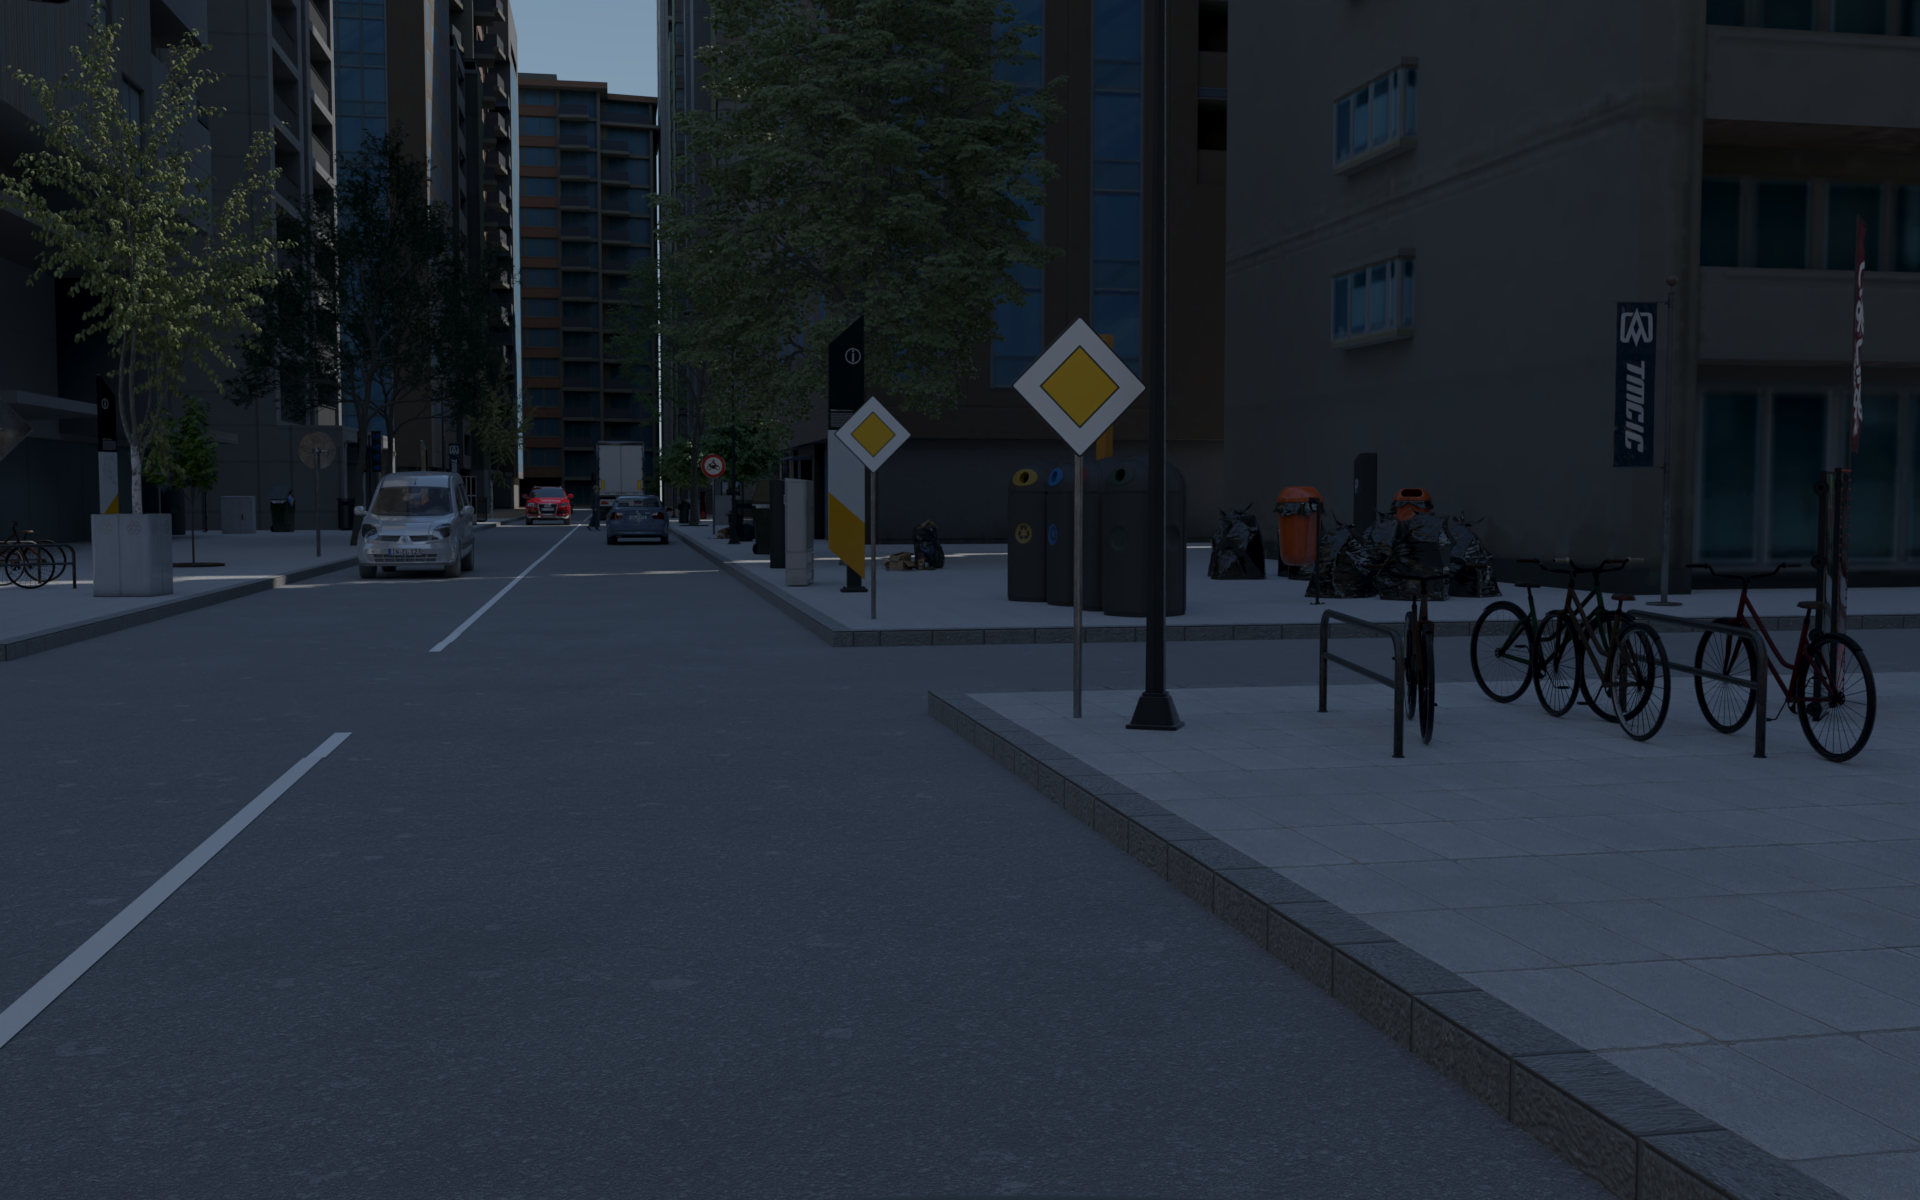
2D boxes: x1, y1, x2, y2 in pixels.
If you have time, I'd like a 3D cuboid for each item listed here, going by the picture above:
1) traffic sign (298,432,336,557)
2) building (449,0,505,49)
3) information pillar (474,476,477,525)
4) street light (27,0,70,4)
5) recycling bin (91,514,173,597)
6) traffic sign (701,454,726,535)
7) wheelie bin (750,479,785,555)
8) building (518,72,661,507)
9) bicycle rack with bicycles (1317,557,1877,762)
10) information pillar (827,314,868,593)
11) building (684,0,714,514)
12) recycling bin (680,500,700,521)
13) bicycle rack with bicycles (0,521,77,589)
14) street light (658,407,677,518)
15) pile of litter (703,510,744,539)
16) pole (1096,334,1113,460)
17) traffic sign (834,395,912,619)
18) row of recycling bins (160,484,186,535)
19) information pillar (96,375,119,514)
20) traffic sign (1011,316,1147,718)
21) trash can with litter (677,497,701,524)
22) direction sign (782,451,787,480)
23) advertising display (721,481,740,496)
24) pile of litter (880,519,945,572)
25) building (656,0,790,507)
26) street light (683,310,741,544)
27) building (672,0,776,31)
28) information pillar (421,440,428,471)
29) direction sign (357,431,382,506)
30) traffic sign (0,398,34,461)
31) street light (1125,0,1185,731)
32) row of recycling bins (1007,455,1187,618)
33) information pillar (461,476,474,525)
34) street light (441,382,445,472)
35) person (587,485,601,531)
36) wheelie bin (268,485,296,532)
[{"bbox_3d":[-13.131,-2.158,35.389,0.768,2.556,0.104,0,4,-4],"label":"traffic sign"},{"bbox_3d":[-45.563,-29.026,129.205,22.147,44.769,28.867,-1,4,-11],"label":"building"},{"bbox_3d":[-20.121,-4.086,71.300,0.304,2.012,0.304,2,4,30],"label":"information pillar"},{"bbox_3d":[-8.867,-2.655,15.952,1.470,5.913,1.316,-1,4,-11],"label":"street light"},{"bbox_3d":[-10.442,-0.570,21.866,0.722,1.027,0.722,0,4,-2],"label":"recycling bin"},{"bbox_3d":[-7.800,-3.348,54.846,0.768,2.556,0.104,0,4,-5],"label":"traffic sign"},{"bbox_3d":[-4.028,-1.772,36.886,0.980,1.594,0.693,2,4,25],"label":"wheelie bin"},{"bbox_3d":[-46.243,-32.310,182.884,28.867,44.769,22.147,-1,4,-11],"label":"building"},{"bbox_3d":[3.149,0.241,9.445,2.852,0.926,2.925,0,4,1],"label":"bicycle rack with bicycles"},{"bbox_3d":[-1.464,-1.906,22.520,0.504,3.616,0.183,-1,4,-12],"label":"information pillar"},{"bbox_3d":[-8.899,-35.516,122.686,21.231,58.520,28.212,-1,4,-11],"label":"building"},{"bbox_3d":[-12.364,-4.084,79.329,0.722,1.027,0.722,1,4,9],"label":"recycling bin"},{"bbox_3d":[-13.463,-0.621,23.543,2.925,0.926,2.852,-3,5,-40],"label":"bicycle rack with bicycles"},{"bbox_3d":[-15.662,-7.267,91.349,1.470,5.913,1.316,-1,4,-11],"label":"street light"},{"bbox_3d":[-6.502,-2.196,49.871,1.719,0.858,1.176,1,4,9],"label":"pile of litter"},{"bbox_3d":[1.858,-1.739,22.274,0.158,3.312,0.155,0,3,0],"label":"pole"},{"bbox_3d":[-0.890,-0.860,17.698,0.795,2.450,0.064,-1,4,-11],"label":"traffic sign"},{"bbox_3d":[-26.023,-2.859,53.852,3.534,1.692,1.069,-1,4,-22],"label":"row of recycling bins"},{"bbox_3d":[-16.851,-2.623,34.241,0.183,3.616,0.504,0,4,8],"label":"information pillar"},{"bbox_3d":[0.671,-0.381,9.867,0.795,2.450,0.064,-1,4,-11],"label":"traffic sign"},{"bbox_3d":[-11.734,-3.894,75.052,1.055,1.170,0.624,1,4,13],"label":"trash can with litter"},{"bbox_3d":[-6.436,-4.375,63.521,0.379,3.537,0.876,0,4,3],"label":"direction sign"},{"bbox_3d":[-11.149,-4.825,84.110,0.974,1.923,0.123,-2,4,-31],"label":"advertising display"},{"bbox_3d":[-0.842,-0.952,29.531,1.176,0.858,1.719,2,4,28],"label":"pile of litter"},{"bbox_3d":[-21.976,-45.788,186.878,20.611,71.187,20.563,-1,4,-11],"label":"building"},{"bbox_3d":[-6.309,-4.372,44.021,1.470,5.913,1.316,-1,4,-11],"label":"street light"},{"bbox_3d":[-16.554,-28.111,143.217,14.154,41.232,14.086,-1,4,-11],"label":"building"},{"bbox_3d":[-23.313,-5.140,75.397,0.183,3.616,0.504,-3,5,-42],"label":"information pillar"},{"bbox_3d":[-21.160,-4.288,62.109,0.876,3.537,0.379,0,4,7],"label":"direction sign"},{"bbox_3d":[-9.028,-0.762,16.104,0.795,2.450,0.064,-1,4,-11],"label":"traffic sign"},{"bbox_3d":[0.543,-2.246,9.260,1.470,5.913,1.316,-1,4,-11],"label":"street light"},{"bbox_3d":[1.519,-0.766,19.638,1.069,1.692,3.534,-1,4,-21],"label":"row of recycling bins"},{"bbox_3d":[-20.136,-4.042,70.572,0.304,2.012,0.304,1,4,18],"label":"information pillar"},{"bbox_3d":[-18.299,-5.543,63.176,1.470,5.913,1.316,-1,4,-11],"label":"street light"},{"bbox_3d":[-14.317,-3.607,67.898,0.576,1.772,0.534,3,5,44],"label":"person"},{"bbox_3d":[-22.804,-3.081,58.279,0.980,1.594,0.693,1,4,8],"label":"wheelie bin"}]
